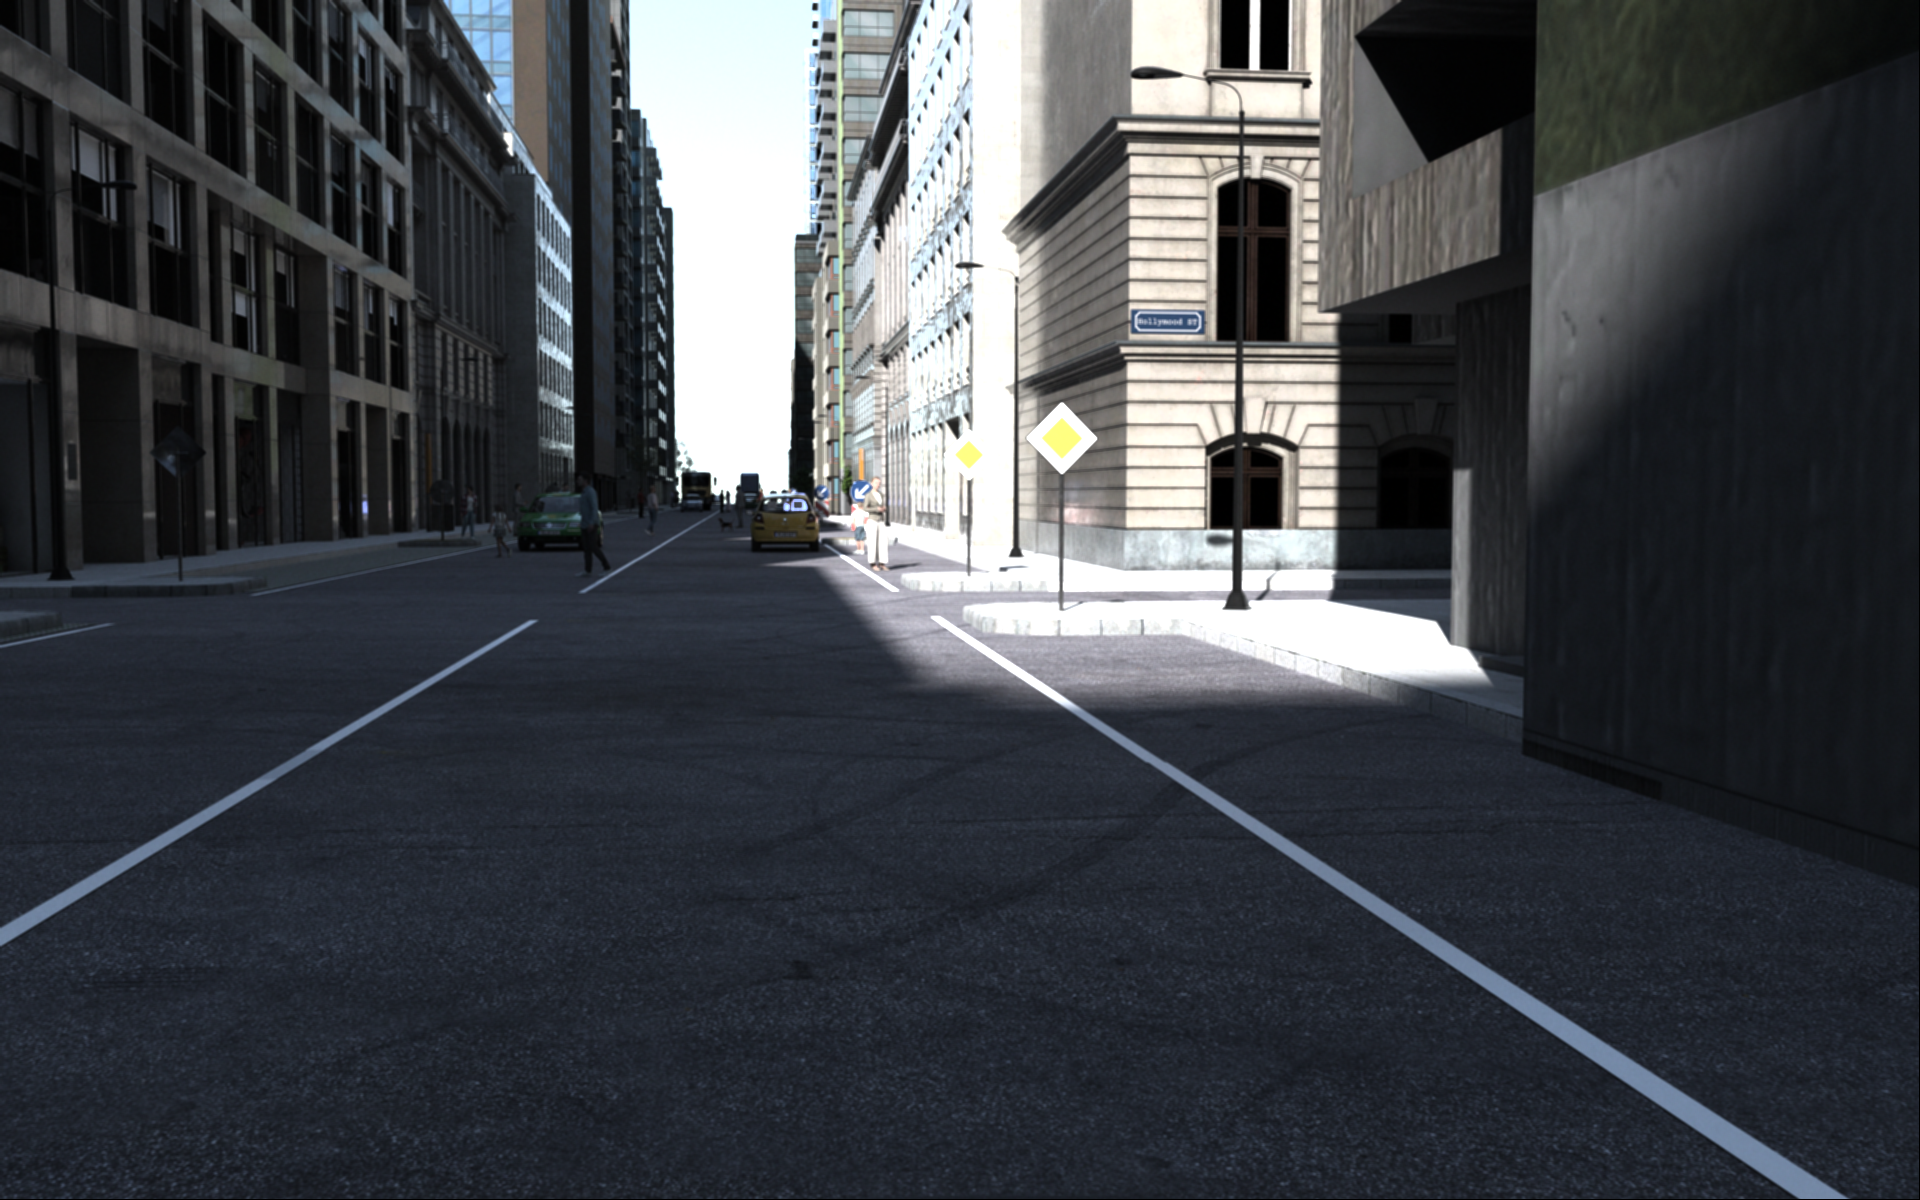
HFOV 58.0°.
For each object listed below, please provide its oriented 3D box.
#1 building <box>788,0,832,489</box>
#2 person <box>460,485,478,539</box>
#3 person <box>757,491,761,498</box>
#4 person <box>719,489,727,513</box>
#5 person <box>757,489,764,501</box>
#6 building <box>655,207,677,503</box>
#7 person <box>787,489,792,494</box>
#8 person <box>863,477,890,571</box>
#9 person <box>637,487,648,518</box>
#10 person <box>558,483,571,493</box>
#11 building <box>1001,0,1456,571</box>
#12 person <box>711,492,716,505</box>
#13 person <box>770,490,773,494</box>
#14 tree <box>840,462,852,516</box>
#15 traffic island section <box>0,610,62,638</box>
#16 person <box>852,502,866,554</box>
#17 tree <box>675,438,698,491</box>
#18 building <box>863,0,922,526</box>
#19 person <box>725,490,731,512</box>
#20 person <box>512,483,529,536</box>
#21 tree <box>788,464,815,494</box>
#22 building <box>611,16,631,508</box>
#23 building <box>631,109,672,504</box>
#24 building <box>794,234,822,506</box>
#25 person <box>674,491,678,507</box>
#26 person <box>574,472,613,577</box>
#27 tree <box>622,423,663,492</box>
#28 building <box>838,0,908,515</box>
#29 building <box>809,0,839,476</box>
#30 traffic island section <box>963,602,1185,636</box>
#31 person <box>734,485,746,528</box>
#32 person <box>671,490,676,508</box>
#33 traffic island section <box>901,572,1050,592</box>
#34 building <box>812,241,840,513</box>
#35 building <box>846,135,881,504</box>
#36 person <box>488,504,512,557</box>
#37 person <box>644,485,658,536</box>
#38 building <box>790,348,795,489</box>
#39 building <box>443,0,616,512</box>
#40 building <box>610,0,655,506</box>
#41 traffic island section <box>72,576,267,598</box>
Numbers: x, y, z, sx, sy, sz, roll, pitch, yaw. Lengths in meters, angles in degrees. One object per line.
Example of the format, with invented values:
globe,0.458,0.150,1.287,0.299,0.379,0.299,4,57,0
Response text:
building,-12.982,-56.981,244.311,22.319,86.520,31.000,0,4,-7
person,-15.438,-2.761,54.483,0.563,1.720,0.643,-2,4,-27
person,-19.997,-9.957,172.031,0.721,1.736,1.217,2,4,35
person,-18.288,-7.628,133.350,0.705,1.807,1.348,1,4,13
person,-14.308,-7.108,124.677,0.705,1.831,1.348,-2,4,-27
building,-46.759,-33.983,239.211,14.154,41.232,14.086,0,4,-7
person,-10.473,-6.035,107.687,0.721,1.766,1.217,-1,4,-14
person,-1.552,-1.429,32.420,0.519,1.759,0.362,-3,5,-43
person,-18.893,-5.771,102.794,0.705,1.831,1.348,1,4,15
person,-14.490,-3.379,63.616,0.638,1.841,0.748,0,4,4
building,18.904,-13.215,35.147,34.723,24.649,14.460,0,4,-7
person,-31.298,-12.863,219.368,0.990,1.755,0.434,2,4,28
person,-19.163,-10.345,177.506,0.599,1.838,0.709,2,4,27
tree,-6.700,-6.682,103.845,1.663,3.219,1.824,0,3,0
traffic island section,-10.528,0.287,17.586,2.009,0.180,2.903,0,4,-7
person,-2.425,-1.731,41.485,0.332,1.250,0.352,1,4,11
tree,-42.520,-19.800,258.139,7.601,10.594,8.767,0,4,1
building,3.422,-14.059,71.671,13.314,21.916,24.055,0,4,-7
person,-18.578,-7.917,138.614,0.621,1.740,0.551,-3,4,-36
person,-14.806,-3.038,58.369,0.583,1.804,0.606,-1,4,-18
tree,-16.552,-12.288,184.620,4.285,4.588,4.351,0,3,0
building,-41.593,-30.673,156.132,22.147,44.769,28.867,0,4,-7
building,-48.500,-36.484,216.121,23.786,49.044,30.456,0,4,-7
building,-11.566,-25.857,194.456,14.160,30.474,14.107,0,4,-7
person,-30.974,-10.944,188.227,0.721,1.735,1.217,-3,4,-36
person,-6.357,-1.315,30.014,0.620,1.820,0.660,-2,4,-32
tree,-32.505,-13.847,176.759,4.360,8.622,3.978,0,3,0
building,-0.887,-26.181,111.662,14.154,41.232,14.086,0,4,-7
building,-2.038,-33.221,162.776,23.786,49.044,30.456,0,4,-7
traffic island section,1.128,0.201,19.002,2.009,0.180,2.903,0,4,-7
person,-9.438,-4.011,74.180,0.391,1.810,0.635,1,4,17
person,-28.919,-10.195,175.053,0.599,1.838,0.709,0,4,5
traffic island section,0.157,-0.284,26.928,2.009,0.180,2.903,0,4,-7
building,2.957,-17.694,134.344,27.650,21.520,28.899,0,4,-7
building,-0.685,-14.930,93.253,9.793,20.994,18.267,0,4,-7
person,-10.430,-1.573,39.230,0.382,1.210,0.505,3,5,40
person,-10.635,-3.089,59.685,0.731,1.740,0.598,3,4,39
building,-7.063,-22.744,216.901,27.650,21.520,28.899,0,4,-7
building,-34.658,-29.676,135.308,14.600,45.320,14.200,0,4,-7
building,-44.487,-45.994,190.259,20.563,71.187,20.611,0,4,-7
traffic island section,-11.498,-0.198,25.512,2.009,0.180,2.903,0,4,-7
